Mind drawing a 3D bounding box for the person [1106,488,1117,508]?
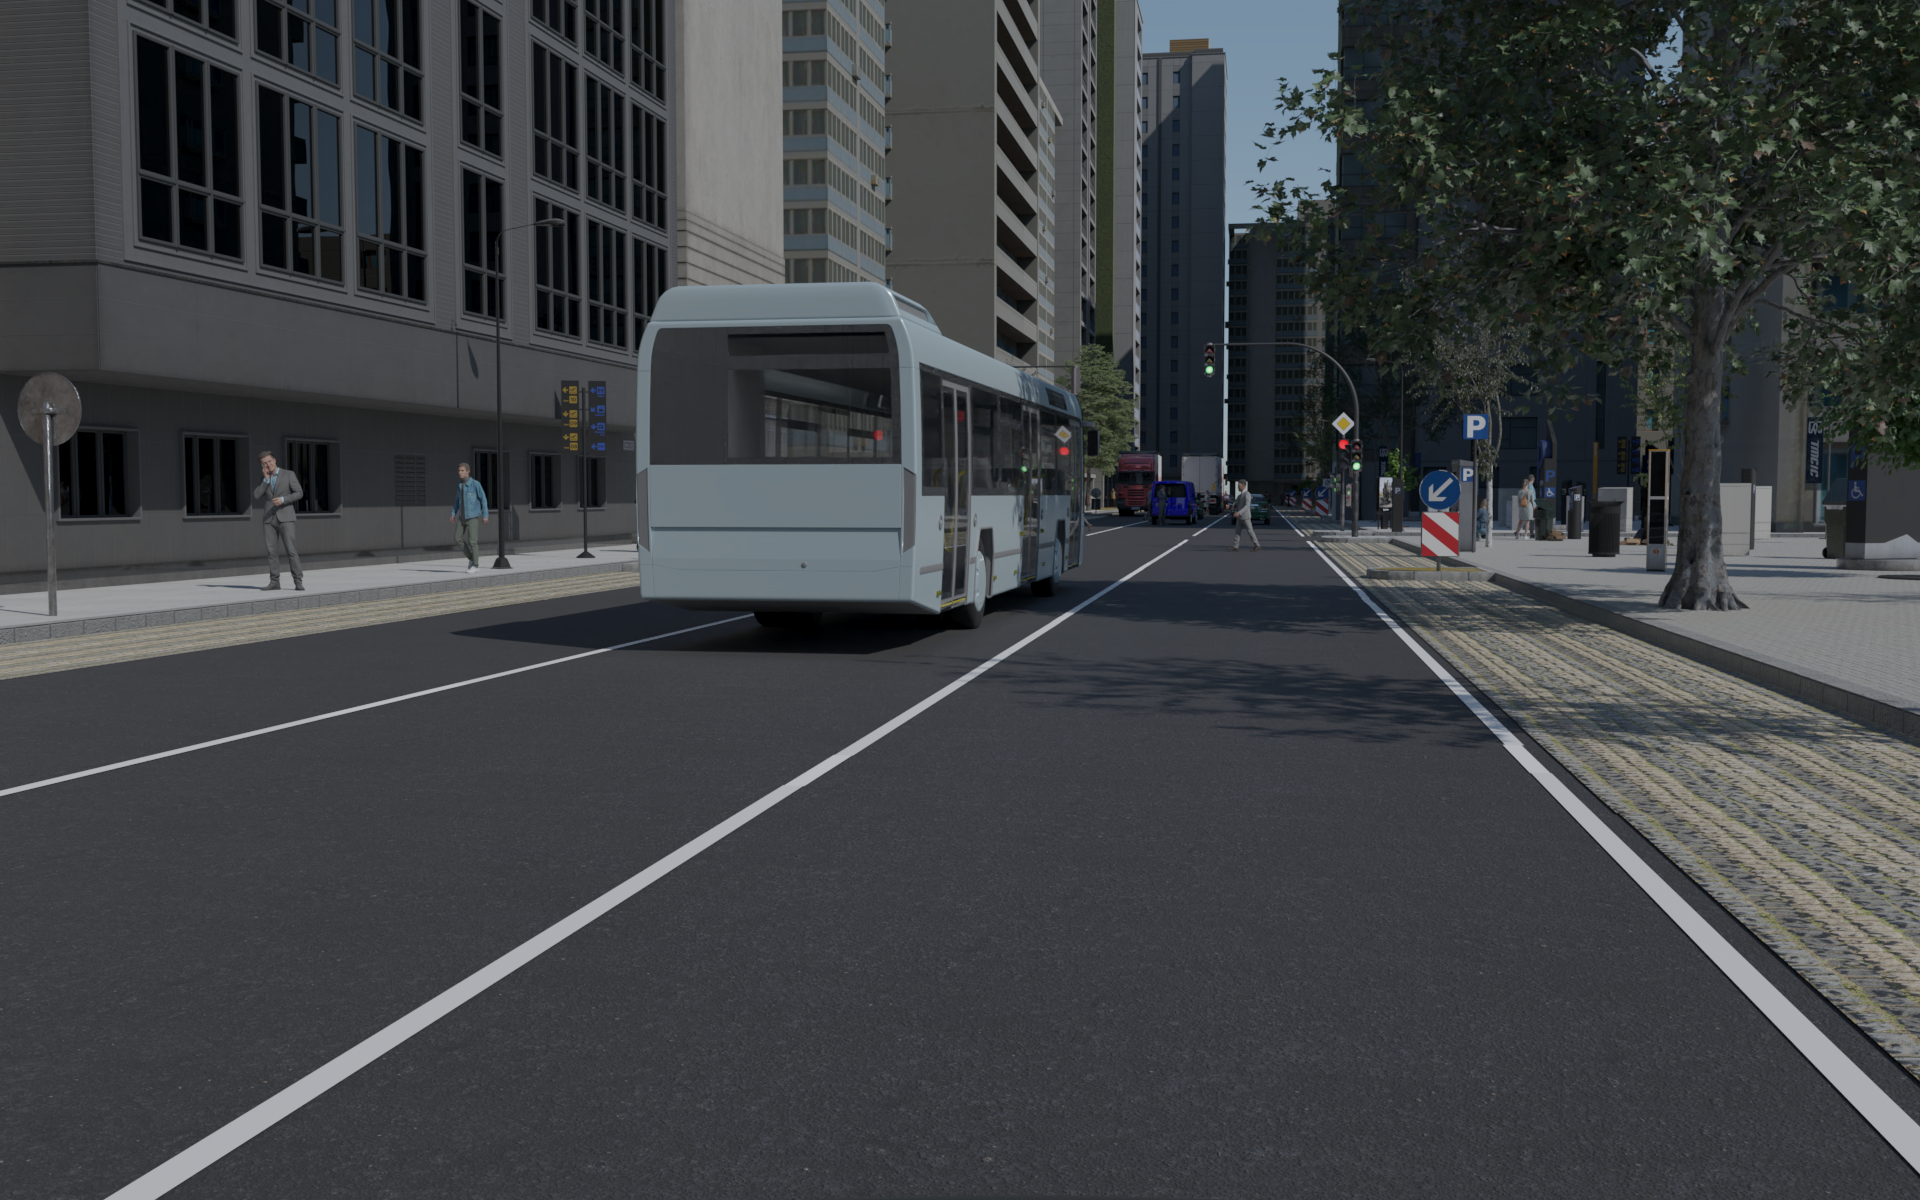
[{"bbox_3d":[14.220,-9.470,160.973,1.348,1.812,0.705,2,4,28],"label":"person"}]

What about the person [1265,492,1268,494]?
[{"bbox_3d":[35.585,-11.685,200.340,0.721,1.735,1.217,0,4,1],"label":"person"}]

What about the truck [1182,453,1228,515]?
[{"bbox_3d":[17.594,-8.299,124.602,2.839,4.237,11.283,1,4,11],"label":"truck"}]

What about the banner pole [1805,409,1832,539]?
[{"bbox_3d":[24.493,-3.627,49.326,0.401,3.779,0.863,-3,5,-43],"label":"banner pole"}]

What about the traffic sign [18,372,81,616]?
[{"bbox_3d":[-9.543,-1.103,18.146,0.768,2.556,0.104,1,4,13],"label":"traffic sign"}]

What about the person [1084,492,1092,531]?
[{"bbox_3d":[4.687,-3.552,66.542,0.822,1.834,0.622,0,4,-1],"label":"person"}]

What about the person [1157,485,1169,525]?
[{"bbox_3d":[9.331,-4.339,79.248,0.447,1.846,0.655,3,5,41],"label":"person"}]

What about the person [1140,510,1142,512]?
[{"bbox_3d":[14.491,-7.867,137.851,0.721,1.736,1.217,0,4,-2],"label":"person"}]

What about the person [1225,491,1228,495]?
[{"bbox_3d":[32.162,-12.290,209.450,1.348,1.824,0.705,-1,4,-10],"label":"person"}]

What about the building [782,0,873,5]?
[{"bbox_3d":[-16.620,-23.614,77.965,32.217,40.220,23.993,1,4,10],"label":"building"}]

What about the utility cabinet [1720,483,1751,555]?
[{"bbox_3d":[15.653,-1.656,35.761,1.173,1.500,0.318,0,4,6],"label":"utility cabinet"}]

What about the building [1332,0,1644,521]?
[{"bbox_3d":[26.370,-19.400,88.897,14.160,30.474,14.107,1,4,10],"label":"building"}]

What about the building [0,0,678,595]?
[{"bbox_3d":[-15.605,-14.607,32.336,14.314,27.812,24.014,1,4,10],"label":"building"}]

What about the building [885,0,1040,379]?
[{"bbox_3d":[-6.667,-29.998,114.173,21.300,48.544,21.600,1,4,10],"label":"building"}]

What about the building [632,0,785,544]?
[{"bbox_3d":[-14.839,-12.263,49.643,18.267,20.994,9.793,1,4,10],"label":"building"}]

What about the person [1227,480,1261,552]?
[{"bbox_3d":[7.086,-2.100,43.113,0.850,1.792,0.678,-1,4,-10],"label":"person"}]

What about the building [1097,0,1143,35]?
[{"bbox_3d":[6.680,-40.323,201.284,28.212,58.520,21.231,1,4,10],"label":"building"}]

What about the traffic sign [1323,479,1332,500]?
[{"bbox_3d":[24.594,-6.962,115.956,0.606,2.300,0.079,1,4,13],"label":"traffic sign"}]

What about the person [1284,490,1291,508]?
[{"bbox_3d":[34.945,-10.713,183.615,1.348,1.831,0.705,2,4,25],"label":"person"}]

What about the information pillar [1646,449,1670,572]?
[{"bbox_3d":[11.555,-1.479,28.676,0.304,2.012,0.304,2,4,27],"label":"information pillar"}]

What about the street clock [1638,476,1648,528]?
[{"bbox_3d":[25.183,-3.617,63.712,0.471,2.002,0.358,1,4,9],"label":"street clock"}]

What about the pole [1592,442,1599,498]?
[{"bbox_3d":[25.000,-4.544,68.140,0.158,3.312,0.155,0,3,0],"label":"pole"}]

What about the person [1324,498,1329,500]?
[{"bbox_3d":[27.852,-7.693,131.914,0.778,1.811,0.616,1,4,20],"label":"person"}]

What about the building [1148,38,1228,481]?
[{"bbox_3d":[20.906,-42.057,229.636,28.212,58.520,21.231,1,4,10],"label":"building"}]

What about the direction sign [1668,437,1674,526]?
[{"bbox_3d":[28.293,-4.710,69.000,0.379,3.537,0.876,3,4,36],"label":"direction sign"}]

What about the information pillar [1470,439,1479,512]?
[{"bbox_3d":[19.970,-4.644,67.288,0.504,3.616,0.183,-3,5,-43],"label":"information pillar"}]

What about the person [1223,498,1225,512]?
[{"bbox_3d":[20.872,-7.828,137.295,0.445,1.727,0.742,0,4,-3],"label":"person"}]

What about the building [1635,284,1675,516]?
[{"bbox_3d":[43.304,-16.580,116.130,27.650,21.520,28.899,1,4,10],"label":"building"}]

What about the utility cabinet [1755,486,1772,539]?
[{"bbox_3d":[22.296,-2.451,48.754,1.173,1.500,0.318,-2,4,-26],"label":"utility cabinet"}]

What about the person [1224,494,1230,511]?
[{"bbox_3d":[23.095,-8.466,150.152,0.421,1.427,0.697,-3,5,-39],"label":"person"}]

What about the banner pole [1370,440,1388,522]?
[{"bbox_3d":[19.206,-5.456,79.214,0.863,3.779,0.401,-1,4,-9],"label":"banner pole"}]

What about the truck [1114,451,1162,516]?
[{"bbox_3d":[11.877,-7.682,114.522,2.839,4.237,11.283,1,4,9],"label":"truck"}]

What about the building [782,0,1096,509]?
[{"bbox_3d":[-4.710,-28.059,150.648,32.217,40.220,23.993,1,4,10],"label":"building"}]

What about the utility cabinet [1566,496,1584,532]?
[{"bbox_3d":[20.960,-2.926,59.003,0.306,1.237,1.020,0,4,2],"label":"utility cabinet"}]

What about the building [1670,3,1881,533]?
[{"bbox_3d":[39.134,-26.958,64.460,21.600,48.544,21.300,1,4,10],"label":"building"}]

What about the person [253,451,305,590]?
[{"bbox_3d":[-9.038,-1.048,22.991,0.655,1.846,0.447,0,4,1],"label":"person"}]

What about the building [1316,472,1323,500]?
[{"bbox_3d":[50.976,-46.176,193.227,20.563,71.187,20.611,1,4,10],"label":"building"}]

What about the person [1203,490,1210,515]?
[{"bbox_3d":[16.683,-6.567,116.882,0.522,1.701,0.512,-3,5,-44],"label":"person"}]

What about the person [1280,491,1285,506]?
[{"bbox_3d":[36.485,-11.432,195.959,0.990,1.755,0.434,-3,5,-44],"label":"person"}]

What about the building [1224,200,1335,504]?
[{"bbox_3d":[47.604,-32.997,231.389,23.993,40.220,32.217,1,4,10],"label":"building"}]

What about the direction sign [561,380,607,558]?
[{"bbox_3d":[-7.508,-2.608,34.643,0.876,3.537,0.379,-1,4,-14],"label":"direction sign"}]

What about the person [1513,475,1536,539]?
[{"bbox_3d":[16.363,-2.694,49.950,0.748,1.841,0.638,1,4,19],"label":"person"}]

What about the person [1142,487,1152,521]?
[{"bbox_3d":[10.106,-5.090,91.844,0.853,1.813,0.709,-1,4,-12],"label":"person"}]

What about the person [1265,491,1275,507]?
[{"bbox_3d":[33.632,-10.957,188.367,1.217,1.743,0.721,0,4,-1],"label":"person"}]

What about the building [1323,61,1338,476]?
[{"bbox_3d":[45.171,-32.730,154.744,23.786,49.044,30.456,1,4,10],"label":"building"}]

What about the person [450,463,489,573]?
[{"bbox_3d":[-7.957,-1.329,28.122,0.601,1.785,0.444,2,4,33],"label":"person"}]

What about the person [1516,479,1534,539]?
[{"bbox_3d":[16.065,-2.581,49.239,0.512,1.701,0.522,2,4,25],"label":"person"}]

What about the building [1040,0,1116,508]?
[{"bbox_3d":[5.013,-44.797,170.683,20.563,71.187,20.611,1,4,10],"label":"building"}]

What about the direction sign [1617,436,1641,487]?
[{"bbox_3d":[26.276,-4.656,68.119,0.876,3.537,0.379,3,4,37],"label":"direction sign"}]

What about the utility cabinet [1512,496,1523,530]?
[{"bbox_3d":[19.791,-3.077,61.463,0.306,1.237,1.020,2,4,24],"label":"utility cabinet"}]

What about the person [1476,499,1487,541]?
[{"bbox_3d":[14.066,-2.169,47.000,1.012,1.151,0.738,-1,4,-9],"label":"person"}]

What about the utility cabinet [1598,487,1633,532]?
[{"bbox_3d":[21.906,-3.014,57.951,0.318,1.500,1.173,-2,4,-30],"label":"utility cabinet"}]
